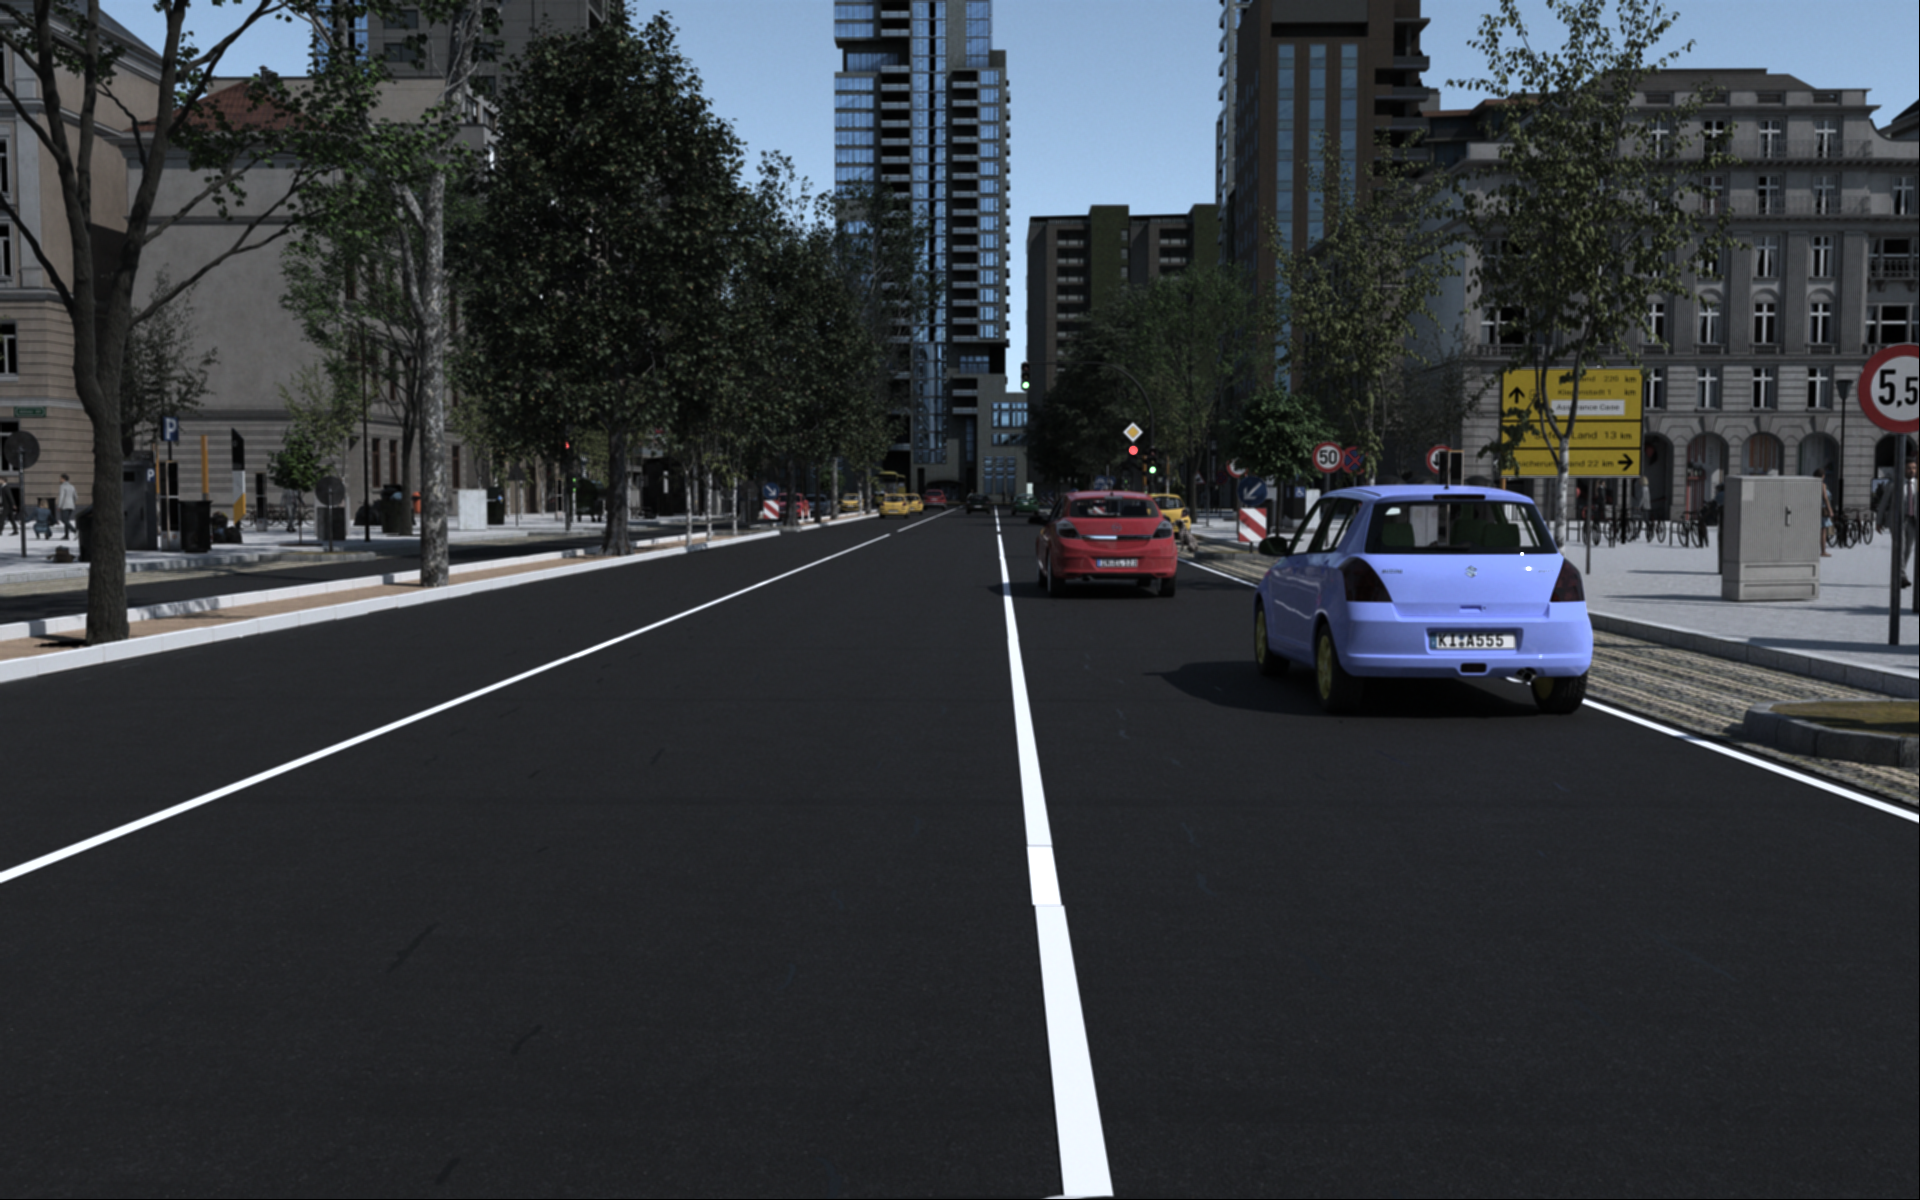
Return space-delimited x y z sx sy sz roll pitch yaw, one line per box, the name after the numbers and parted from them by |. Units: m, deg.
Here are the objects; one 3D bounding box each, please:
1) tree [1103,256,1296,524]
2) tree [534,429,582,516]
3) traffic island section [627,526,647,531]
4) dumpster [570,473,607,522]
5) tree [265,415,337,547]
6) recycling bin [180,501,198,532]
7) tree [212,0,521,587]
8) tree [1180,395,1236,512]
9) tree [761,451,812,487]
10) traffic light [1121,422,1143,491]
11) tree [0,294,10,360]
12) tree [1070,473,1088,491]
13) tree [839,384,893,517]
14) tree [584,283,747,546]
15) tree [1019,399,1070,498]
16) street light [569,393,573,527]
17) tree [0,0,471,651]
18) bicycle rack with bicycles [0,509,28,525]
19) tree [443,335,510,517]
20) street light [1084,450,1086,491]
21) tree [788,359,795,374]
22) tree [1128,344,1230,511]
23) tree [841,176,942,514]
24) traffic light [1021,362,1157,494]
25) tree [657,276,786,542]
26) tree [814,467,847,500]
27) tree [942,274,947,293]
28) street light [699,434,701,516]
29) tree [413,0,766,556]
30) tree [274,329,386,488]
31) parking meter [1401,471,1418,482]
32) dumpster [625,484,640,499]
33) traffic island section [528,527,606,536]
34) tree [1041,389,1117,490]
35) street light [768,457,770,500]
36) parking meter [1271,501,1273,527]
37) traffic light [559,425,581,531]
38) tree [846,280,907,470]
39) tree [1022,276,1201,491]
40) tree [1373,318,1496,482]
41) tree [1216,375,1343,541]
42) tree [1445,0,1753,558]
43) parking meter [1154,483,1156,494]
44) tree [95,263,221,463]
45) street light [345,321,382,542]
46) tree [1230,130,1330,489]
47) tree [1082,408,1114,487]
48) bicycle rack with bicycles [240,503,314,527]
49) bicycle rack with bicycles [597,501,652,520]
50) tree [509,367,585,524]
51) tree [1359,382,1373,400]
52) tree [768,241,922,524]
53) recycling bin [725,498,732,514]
10.233 -9.108 74.668 9.928 11.665 9.643 0 3 0 | tree
-24.254 -9.208 100.907 4.360 8.622 3.978 0 3 0 | tree
-13.478 -2.803 68.107 2.009 0.180 2.903 0 4 1 | traffic island section
-17.067 -4.685 79.086 1.502 2.255 1.985 0 4 1 | dumpster
-16.228 -2.952 42.859 1.663 3.219 1.824 0 3 0 | tree
-26.342 -2.863 59.368 0.722 1.027 0.722 1 4 12 | recycling bin
-9.286 -10.311 26.929 12.611 20.169 13.585 0 3 0 | tree
17.442 -10.600 123.676 4.360 8.622 3.978 0 3 0 | tree
-14.922 -12.786 143.466 8.767 10.594 7.601 1 4 11 | tree
6.719 -4.812 67.595 0.839 4.253 0.868 0 4 1 | traffic light
-26.773 -5.747 44.326 4.737 8.622 4.395 0 3 0 | tree
11.335 -10.338 163.625 1.663 3.219 1.824 0 3 0 | tree
-6.351 -9.708 111.549 4.737 8.622 4.395 0 3 0 | tree
-7.442 -5.779 47.301 4.737 8.622 4.395 0 3 0 | tree
12.414 -18.813 217.962 12.009 13.543 11.850 0 3 0 | tree
-15.461 -5.844 68.330 0.468 5.910 1.993 0 4 1 | street light
-7.915 -5.358 15.813 9.928 11.665 9.643 0 3 0 | tree
-40.674 -3.575 71.837 2.925 0.926 2.852 2 4 25 | bicycle rack with bicycles
-22.130 -7.925 79.938 4.737 8.622 4.395 0 3 0 | tree
10.267 -10.370 142.336 0.468 5.910 1.993 0 4 1 | street light
-7.620 -6.457 58.394 4.360 8.622 3.978 0 3 0 | tree
10.525 -8.277 85.693 4.737 8.622 4.395 0 3 0 | tree
-8.140 -14.526 95.846 12.611 20.169 13.585 0 3 0 | tree
4.470 -5.189 59.511 4.771 5.953 1.251 0 4 1 | traffic light
-7.541 -6.064 51.971 4.360 8.622 3.978 0 3 0 | tree
-14.046 -12.598 189.694 4.285 4.588 4.351 0 3 0 | tree
-7.607 -16.074 121.162 12.611 20.169 13.585 0 3 0 | tree
-14.880 -7.723 99.052 0.468 5.910 1.993 0 4 1 | street light
-7.951 -7.368 39.924 9.611 12.733 9.660 0 3 0 | tree
-26.930 -7.604 74.692 4.737 8.622 4.395 0 3 0 | tree
11.353 -2.328 43.774 0.255 1.863 0.399 -2 4 -33 | parking meter
-18.837 -5.618 97.617 1.264 1.857 1.865 0 4 1 | dumpster
-13.634 -2.315 60.124 2.009 0.180 2.903 0 4 1 | traffic island section
11.571 -13.258 151.182 8.767 10.594 7.601 -1 4 -19 | tree
-14.297 -9.584 129.484 0.468 5.910 1.993 0 4 1 | street light
11.869 -3.735 66.776 0.399 1.863 0.255 -3 4 -37 | parking meter
-13.594 -4.347 59.988 0.839 4.253 0.868 0 4 1 | traffic light
-7.126 -9.377 72.773 9.611 12.733 9.660 0 3 0 | tree
9.955 -12.015 103.092 9.857 13.997 8.962 0 3 0 | tree
20.132 -7.444 72.068 4.360 8.622 3.978 0 3 0 | tree
8.795 -3.907 47.600 4.285 4.588 4.351 0 3 0 | tree
8.365 -4.478 23.577 4.737 8.622 4.395 0 3 0 | tree
9.898 -5.091 88.946 0.255 1.863 0.399 1 4 12 | parking meter
-26.042 -6.442 55.687 4.360 8.622 3.978 0 3 0 | tree
-15.959 -4.507 46.470 0.468 5.910 1.993 0 4 1 | street light
7.886 -5.115 33.986 4.737 8.622 4.395 0 3 0 | tree
10.506 -10.955 129.481 4.360 8.622 3.978 0 3 0 | tree
-27.315 -3.441 69.637 2.925 0.926 2.852 -1 4 -16 | bicycle rack with bicycles
-16.526 -4.434 85.883 2.925 0.926 2.852 -1 4 -20 | bicycle rack with bicycles
-16.390 -7.547 73.748 4.737 8.622 4.395 0 3 0 | tree
20.294 -7.842 78.584 4.360 8.622 3.978 0 3 0 | tree
-6.893 -10.447 83.636 12.009 13.543 11.850 0 3 0 | tree
-15.086 -6.166 113.361 0.722 1.027 0.722 1 4 23 | recycling bin
